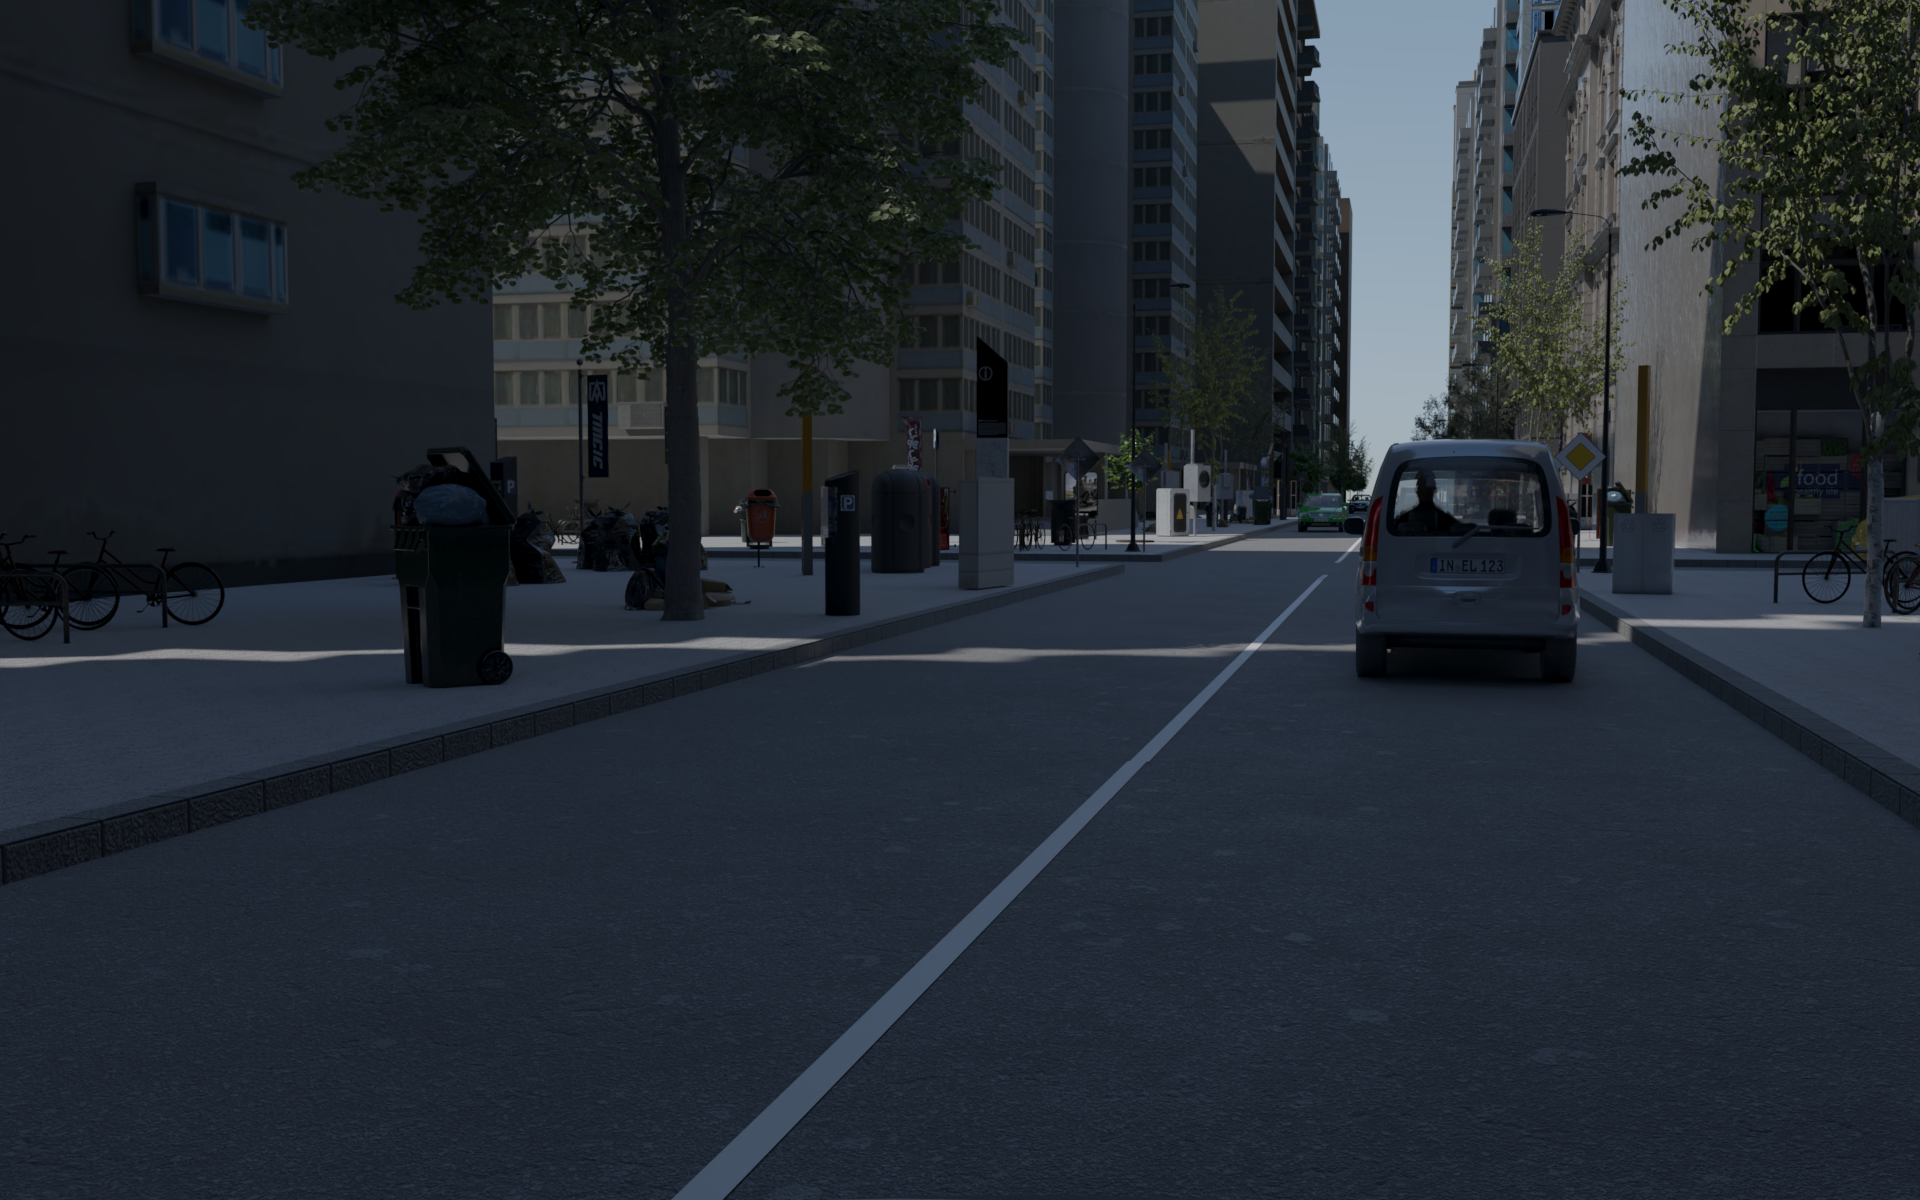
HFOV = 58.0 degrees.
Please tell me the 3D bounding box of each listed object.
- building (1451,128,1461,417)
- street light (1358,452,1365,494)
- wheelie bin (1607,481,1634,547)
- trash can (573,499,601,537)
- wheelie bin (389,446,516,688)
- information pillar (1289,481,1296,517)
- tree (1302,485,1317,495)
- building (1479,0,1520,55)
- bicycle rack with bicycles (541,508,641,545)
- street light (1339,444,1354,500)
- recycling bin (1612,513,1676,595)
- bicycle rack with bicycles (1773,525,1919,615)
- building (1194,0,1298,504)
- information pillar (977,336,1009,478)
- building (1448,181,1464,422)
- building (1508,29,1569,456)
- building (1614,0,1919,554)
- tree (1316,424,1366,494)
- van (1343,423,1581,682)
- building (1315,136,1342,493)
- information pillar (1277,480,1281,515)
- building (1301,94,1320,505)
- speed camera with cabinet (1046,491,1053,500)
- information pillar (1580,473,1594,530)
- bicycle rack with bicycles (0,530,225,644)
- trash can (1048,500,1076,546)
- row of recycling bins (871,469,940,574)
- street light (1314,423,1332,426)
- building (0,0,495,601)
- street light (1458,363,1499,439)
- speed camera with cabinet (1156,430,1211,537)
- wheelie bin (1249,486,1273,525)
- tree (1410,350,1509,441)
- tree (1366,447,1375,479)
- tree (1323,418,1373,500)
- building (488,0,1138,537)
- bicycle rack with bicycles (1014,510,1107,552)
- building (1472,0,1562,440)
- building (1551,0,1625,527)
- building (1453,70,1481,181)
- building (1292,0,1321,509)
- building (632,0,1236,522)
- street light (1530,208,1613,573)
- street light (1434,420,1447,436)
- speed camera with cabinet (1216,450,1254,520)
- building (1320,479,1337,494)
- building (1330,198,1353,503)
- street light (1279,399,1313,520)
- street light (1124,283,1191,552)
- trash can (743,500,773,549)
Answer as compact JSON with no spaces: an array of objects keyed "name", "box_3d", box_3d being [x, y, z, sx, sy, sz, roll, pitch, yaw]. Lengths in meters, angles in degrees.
[{"name":"building","box_3d":[69.766,-35.723,203.671,23.786,49.044,30.456,1,4,14]},{"name":"street light","box_3d":[43.945,-13.454,192.509,1.470,5.913,1.316,1,4,14]},{"name":"wheelie bin","box_3d":[16.058,-2.105,42.324,0.693,1.594,0.980,1,4,13]},{"name":"trash can","box_3d":[-10.336,-2.222,47.991,0.748,1.137,0.748,0,3,0]},{"name":"wheelie bin","box_3d":[-3.424,-0.231,11.680,0.693,1.594,0.980,-3,5,-39]},{"name":"information pillar","box_3d":[18.329,-5.558,95.362,0.304,2.012,0.304,0,4,-3]},{"name":"tree","box_3d":[25.171,-8.035,125.977,1.663,3.219,1.824,0,3,0]},{"name":"building","box_3d":[59.663,-33.137,161.400,23.786,49.044,30.456,1,4,14]},{"name":"bicycle rack with bicycles","box_3d":[-9.595,-1.917,44.723,2.925,0.926,2.852,-1,4,-15]},{"name":"street light","box_3d":[35.441,-11.421,159.275,1.470,5.913,1.316,1,4,14]},{"name":"recycling bin","box_3d":[8.879,-0.607,22.481,0.722,1.027,0.722,2,4,24]},{"name":"bicycle rack with bicycles","box_3d":[10.876,-0.385,19.669,2.925,0.926,2.852,-1,4,-15]},{"name":"building","box_3d":[12.518,-30.595,123.929,21.300,48.544,21.600,1,4,14]},{"name":"information pillar","box_3d":[0.468,-2.096,25.620,0.504,3.616,0.183,1,4,13]},{"name":"building","box_3d":[71.196,-33.205,226.494,14.154,41.232,14.086,1,4,14]},{"name":"building","box_3d":[38.002,-18.408,94.485,14.314,27.812,24.014,1,4,14]},{"name":"building","box_3d":[35.134,-14.498,41.558,34.151,26.468,19.350,1,4,14]},{"name":"tree","box_3d":[39.102,-14.040,179.914,4.360,8.622,3.978,0,3,0]},{"name":"van","box_3d":[4.260,-0.471,14.720,2.013,2.044,4.112,1,4,15]},{"name":"building","box_3d":[39.822,-37.623,234.749,23.786,49.044,30.456,1,4,14]},{"name":"information pillar","box_3d":[17.268,-5.435,93.350,0.304,2.012,0.304,0,4,-1]},{"name":"building","box_3d":[27.496,-29.724,169.580,14.154,41.232,14.086,1,4,14]},{"name":"speed camera with cabinet","box_3d":[3.927,-5.771,88.695,0.660,3.252,2.038,3,5,41]},{"name":"information pillar","box_3d":[22.241,-3.484,61.459,0.304,2.012,0.304,-2,4,-29]},{"name":"bicycle rack with bicycles","box_3d":[-8.683,-0.152,15.875,2.925,0.926,2.852,0,4,2]},{"name":"trash can","box_3d":[2.566,-1.929,43.190,0.748,1.137,0.748,0,3,0]},{"name":"row of recycling bins","box_3d":[-0.945,-1.377,29.619,1.069,1.692,3.534,0,4,5]},{"name":"street light","box_3d":[23.434,-8.569,112.637,1.470,5.913,1.316,1,4,14]},{"name":"building","box_3d":[-21.015,-24.330,21.495,21.600,48.544,21.300,1,4,14]},{"name":"street light","box_3d":[18.443,-5.432,61.356,1.470,5.913,1.316,1,4,14]},{"name":"speed camera with cabinet","box_3d":[6.813,-3.569,52.682,0.660,3.252,2.038,3,5,44]},{"name":"wheelie bin","box_3d":[12.856,-4.013,73.517,0.693,1.594,0.980,-2,4,-27]},{"name":"tree","box_3d":[33.485,-10.942,113.320,8.767,10.594,7.601,2,4,26]},{"name":"tree","box_3d":[61.197,-19.205,264.367,4.360,8.622,3.978,0,3,0]},{"name":"tree","box_3d":[37.355,-13.316,168.075,4.737,8.622,4.395,0,3,0]},{"name":"building","box_3d":[-10.481,-22.669,62.513,32.217,40.220,23.993,1,4,14]},{"name":"bicycle rack with bicycles","box_3d":[2.016,-1.601,39.556,2.852,0.926,2.925,2,4,27]},{"name":"building","box_3d":[51.348,-50.014,130.399,22.319,86.520,31.000,1,4,14]},{"name":"building","box_3d":[32.265,-17.349,71.053,14.401,28.519,23.554,1,4,14]},{"name":"building","box_3d":[80.445,-43.021,245.389,21.231,58.520,28.212,1,4,14]},{"name":"building","box_3d":[19.220,-30.238,149.017,22.147,44.769,28.867,1,4,14]},{"name":"building","box_3d":[0.918,-25.081,101.959,32.217,40.220,23.993,1,4,14]},{"name":"street light","box_3d":[9.959,-3.405,28.209,1.470,5.913,1.316,1,4,14]},{"name":"street light","box_3d":[30.517,-8.296,108.174,1.470,5.913,1.316,1,4,14]},{"name":"speed camera with cabinet","box_3d":[12.479,-5.104,77.788,2.038,3.252,0.660,-1,4,-17]},{"name":"building","box_3d":[29.300,-31.652,209.390,32.217,40.220,23.993,1,4,14]},{"name":"building","box_3d":[50.429,-37.044,255.772,14.600,45.320,14.200,1,4,14]},{"name":"street light","box_3d":[16.431,-6.882,85.064,1.470,5.913,1.316,1,4,14]},{"name":"street light","box_3d":[4.379,-4.022,38.307,1.470,5.913,1.316,1,4,14]},{"name":"trash can","box_3d":[-4.668,-1.751,40.289,0.748,1.137,0.748,0,3,0]}]
